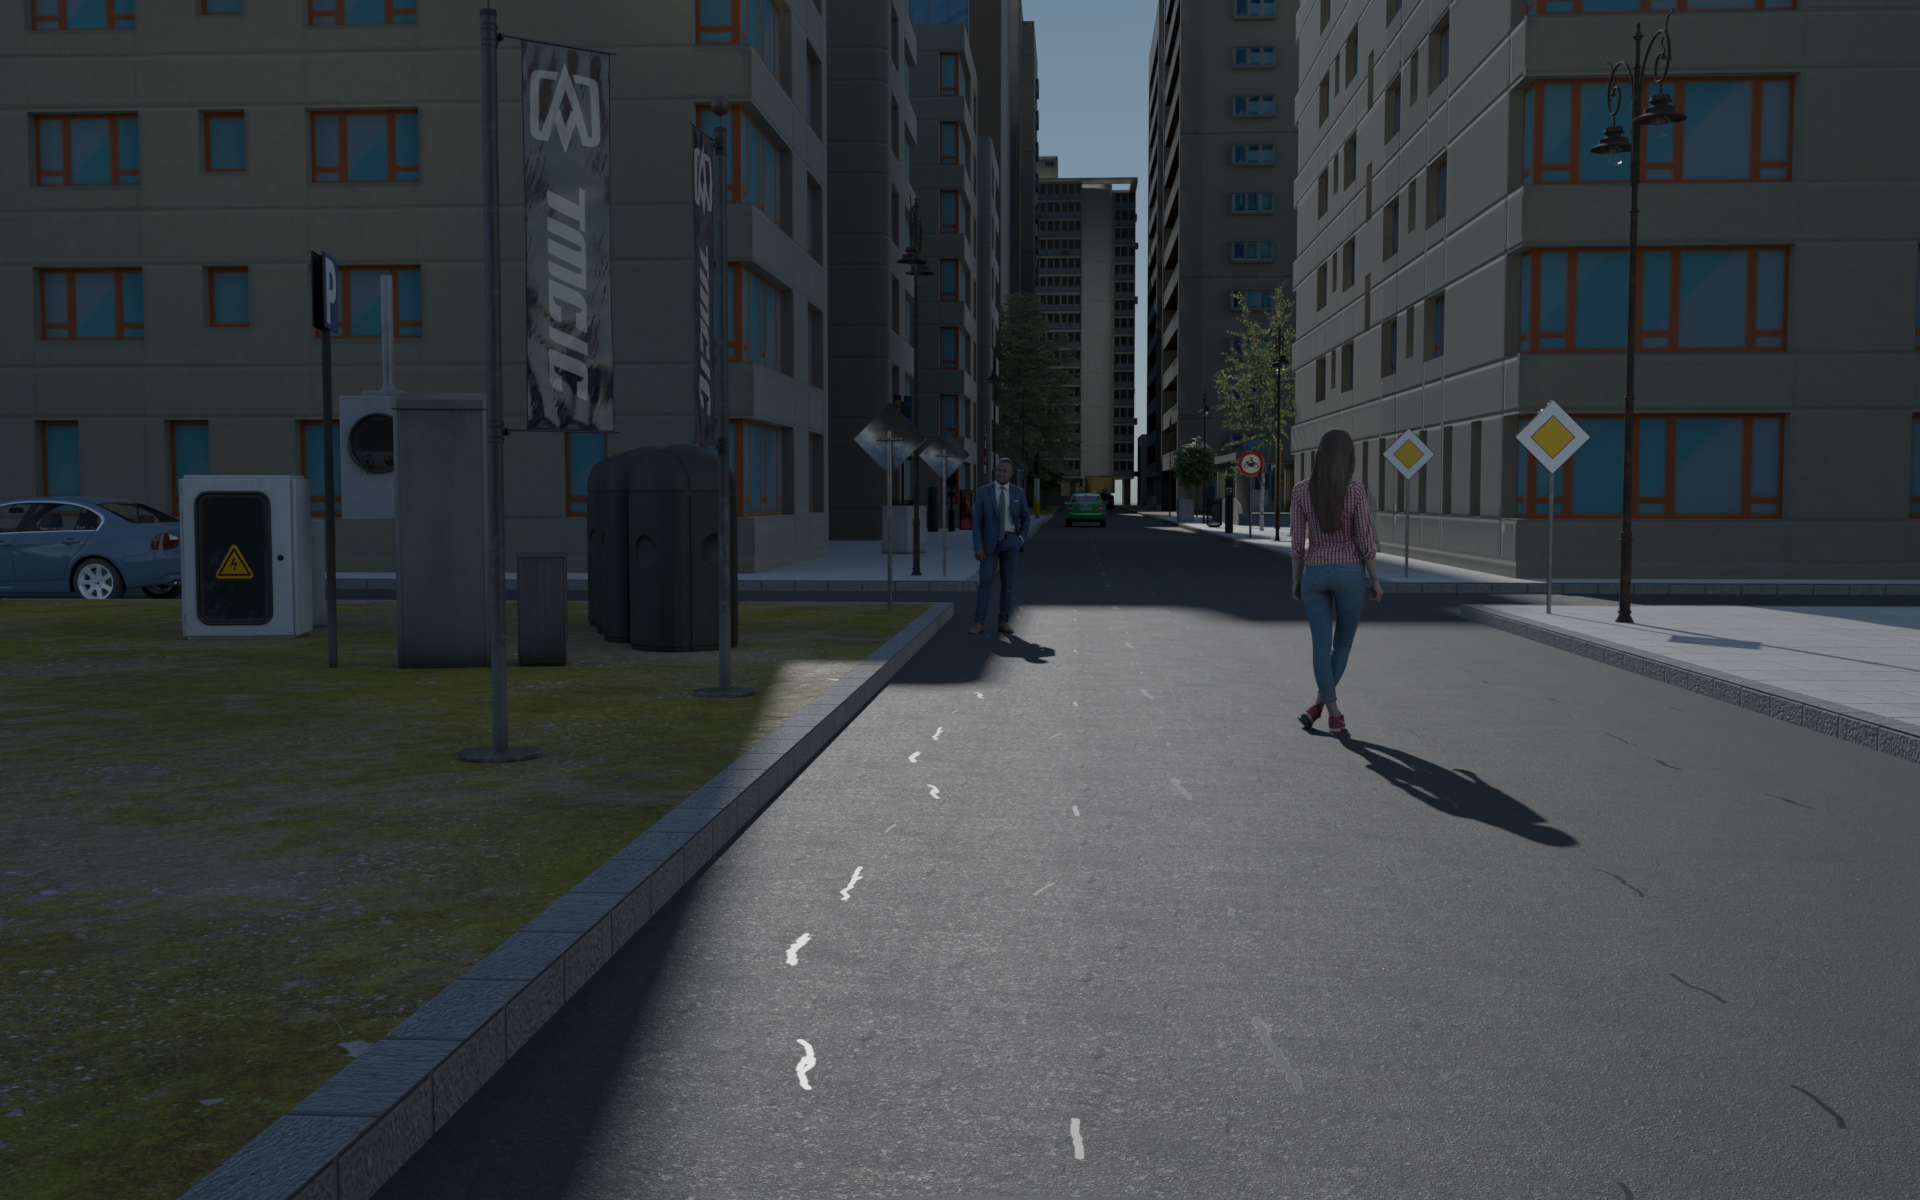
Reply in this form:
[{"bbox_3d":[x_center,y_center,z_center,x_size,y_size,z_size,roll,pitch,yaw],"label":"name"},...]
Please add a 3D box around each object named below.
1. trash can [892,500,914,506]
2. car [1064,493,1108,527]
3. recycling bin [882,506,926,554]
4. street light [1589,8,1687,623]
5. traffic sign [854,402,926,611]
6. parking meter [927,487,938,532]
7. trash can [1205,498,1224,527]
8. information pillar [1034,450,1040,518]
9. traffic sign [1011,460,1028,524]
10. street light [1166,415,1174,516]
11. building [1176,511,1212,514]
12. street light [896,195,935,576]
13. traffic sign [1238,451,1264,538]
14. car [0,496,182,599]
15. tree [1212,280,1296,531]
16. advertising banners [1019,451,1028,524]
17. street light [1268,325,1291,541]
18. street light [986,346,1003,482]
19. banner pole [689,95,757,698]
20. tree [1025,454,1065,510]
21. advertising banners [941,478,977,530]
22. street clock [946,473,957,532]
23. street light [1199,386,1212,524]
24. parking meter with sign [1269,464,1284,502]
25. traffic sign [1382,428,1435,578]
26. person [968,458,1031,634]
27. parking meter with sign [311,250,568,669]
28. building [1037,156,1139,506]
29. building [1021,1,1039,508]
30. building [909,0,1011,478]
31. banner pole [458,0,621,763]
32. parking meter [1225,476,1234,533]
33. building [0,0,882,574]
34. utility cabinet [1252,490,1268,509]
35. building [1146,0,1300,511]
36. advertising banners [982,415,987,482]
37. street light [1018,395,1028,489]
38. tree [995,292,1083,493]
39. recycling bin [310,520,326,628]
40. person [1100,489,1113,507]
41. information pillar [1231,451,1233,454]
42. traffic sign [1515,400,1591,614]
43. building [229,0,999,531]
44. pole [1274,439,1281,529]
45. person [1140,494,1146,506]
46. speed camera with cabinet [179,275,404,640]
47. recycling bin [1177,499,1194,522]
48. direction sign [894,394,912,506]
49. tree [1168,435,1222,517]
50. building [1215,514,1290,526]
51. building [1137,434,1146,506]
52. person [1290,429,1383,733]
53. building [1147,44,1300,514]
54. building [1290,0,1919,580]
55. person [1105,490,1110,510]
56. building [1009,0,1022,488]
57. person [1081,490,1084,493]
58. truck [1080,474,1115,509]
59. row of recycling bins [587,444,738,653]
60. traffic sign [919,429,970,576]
[{"bbox_3d":[-1.500,-1.989,44.179,0.748,1.137,0.748,0,3,0],"label":"trash can"},{"bbox_3d":[5.571,-4.143,76.540,1.959,1.807,4.718,0,4,5],"label":"car"},{"bbox_3d":[-1.202,-1.521,37.415,0.722,1.027,0.722,2,4,33],"label":"recycling bin"},{"bbox_3d":[6.650,-2.714,17.154,0.468,5.910,1.993,0,4,4],"label":"street light"},{"bbox_3d":[-0.769,-0.939,18.994,0.795,2.450,0.064,0,4,4],"label":"traffic sign"},{"bbox_3d":[-0.916,-3.075,58.686,0.372,1.533,0.369,0,3,0],"label":"parking meter"},{"bbox_3d":[9.804,-3.371,66.765,0.748,1.137,0.748,0,3,0],"label":"trash can"},{"bbox_3d":[4.097,-6.168,92.202,0.183,3.616,0.504,-1,4,-22],"label":"information pillar"},{"bbox_3d":[2.185,-3.985,65.259,0.768,2.556,0.104,1,4,13],"label":"traffic sign"},{"bbox_3d":[12.262,-7.844,101.038,0.468,5.910,1.993,0,4,4],"label":"street light"},{"bbox_3d":[25.143,-30.264,118.521,21.300,48.544,21.600,0,4,4],"label":"building"},{"bbox_3d":[-0.688,-3.326,27.163,0.468,5.910,1.993,0,4,4],"label":"street light"},{"bbox_3d":[8.557,-3.111,50.973,0.768,2.556,0.104,0,4,5],"label":"traffic sign"},{"bbox_3d":[-12.204,-0.673,23.009,4.499,1.417,2.014,0,4,5],"label":"car"},{"bbox_3d":[10.595,-6.736,60.492,4.360,8.622,3.978,0,3,0],"label":"tree"},{"bbox_3d":[2.618,-4.582,71.106,0.090,3.025,2.074,0,4,-6],"label":"advertising banners"},{"bbox_3d":[8.757,-4.577,47.616,0.468,5.910,1.993,0,4,4],"label":"street light"},{"bbox_3d":[1.085,-4.992,54.412,0.468,5.910,1.993,0,4,4],"label":"street light"},{"bbox_3d":[-1.536,-1.268,10.746,0.401,3.779,0.863,0,4,8],"label":"banner pole"},{"bbox_3d":[7.521,-10.237,151.083,4.285,4.588,4.351,0,3,0],"label":"tree"},{"bbox_3d":[0.244,-3.997,61.540,2.074,3.025,0.090,0,4,-1],"label":"advertising banners"},{"bbox_3d":[-0.286,-3.318,58.813,0.358,2.002,0.471,1,4,18],"label":"street clock"},{"bbox_3d":[10.460,-6.198,74.128,0.468,5.910,1.993,0,4,4],"label":"street light"},{"bbox_3d":[17.049,-5.778,90.729,0.543,3.016,1.738,-3,5,-44],"label":"parking meter with sign"},{"bbox_3d":[6.837,-1.396,26.474,0.795,2.450,0.064,0,4,4],"label":"traffic sign"},{"bbox_3d":[0.391,-0.567,17.951,0.721,1.800,0.419,-1,4,-15],"label":"person"},{"bbox_3d":[-3.817,-1.014,12.845,1.738,3.016,0.543,-1,4,-10],"label":"parking meter with sign"},{"bbox_3d":[8.596,-31.194,201.908,23.993,40.220,32.217,0,4,4],"label":"building"},{"bbox_3d":[-3.333,-33.203,166.572,21.600,48.544,21.300,0,4,4],"label":"building"},{"bbox_3d":[-4.012,-28.067,109.010,14.600,45.320,14.200,0,4,4],"label":"building"},{"bbox_3d":[-2.058,-1.129,8.476,0.863,3.779,0.401,-3,4,-37],"label":"banner pole"},{"bbox_3d":[8.784,-3.107,56.503,0.255,1.863,0.399,1,4,14],"label":"parking meter"},{"bbox_3d":[-16.151,-12.081,42.566,27.650,21.520,28.899,0,4,4],"label":"building"},{"bbox_3d":[15.501,-5.001,90.444,1.173,1.500,0.318,-1,4,-18],"label":"utility cabinet"},{"bbox_3d":[28.914,-33.055,164.154,21.300,48.544,21.600,0,4,4],"label":"building"},{"bbox_3d":[0.699,-2.643,39.401,0.090,3.025,2.074,1,4,11],"label":"advertising banners"},{"bbox_3d":[2.966,-6.623,81.081,0.468,5.910,1.993,0,4,4],"label":"street light"},{"bbox_3d":[3.125,-10.996,97.914,7.486,12.596,7.792,0,3,0],"label":"tree"},{"bbox_3d":[-6.569,-0.259,16.791,0.722,1.027,0.722,-2,4,-25],"label":"recycling bin"},{"bbox_3d":[10.071,-6.902,121.371,1.348,1.821,0.705,-1,4,-23],"label":"person"},{"bbox_3d":[14.857,-6.251,93.552,0.504,3.616,0.183,1,4,12],"label":"information pillar"},{"bbox_3d":[6.309,-0.909,18.506,0.795,2.450,0.064,0,4,4],"label":"traffic sign"},{"bbox_3d":[-12.680,-14.325,79.247,27.650,21.520,28.899,0,4,4],"label":"building"},{"bbox_3d":[11.739,-4.289,63.972,0.158,3.312,0.155,0,3,0],"label":"pole"},{"bbox_3d":[19.408,-10.444,182.517,1.065,1.426,0.557,-2,4,-32],"label":"person"},{"bbox_3d":[-5.851,-1.294,15.496,2.038,3.252,0.660,0,4,-7],"label":"speed camera with cabinet"},{"bbox_3d":[10.561,-4.194,81.121,0.722,1.027,0.722,0,4,-2],"label":"recycling bin"},{"bbox_3d":[-1.313,-2.921,39.760,0.379,3.537,0.876,2,4,24],"label":"direction sign"},{"bbox_3d":[13.089,-6.880,96.200,4.285,4.588,4.351,0,3,0],"label":"tree"},{"bbox_3d":[27.843,-23.432,75.002,32.217,40.220,23.993,0,4,4],"label":"building"},{"bbox_3d":[35.687,-53.872,193.483,31.000,86.520,22.319,0,4,4],"label":"building"},{"bbox_3d":[2.270,-0.119,10.448,0.555,1.821,0.388,1,4,10],"label":"person"},{"bbox_3d":[31.836,-27.494,141.412,32.217,40.220,23.993,0,4,4],"label":"building"},{"bbox_3d":[23.756,-11.828,38.427,28.899,21.520,27.650,0,4,4],"label":"building"},{"bbox_3d":[13.133,-8.974,155.094,0.709,1.838,0.599,2,4,29],"label":"person"},{"bbox_3d":[-2.868,-26.888,123.206,14.154,41.232,14.086,0,4,4],"label":"building"},{"bbox_3d":[8.583,-6.858,121.562,0.756,1.711,0.436,-2,4,-31],"label":"person"},{"bbox_3d":[13.374,-10.433,166.503,3.469,3.379,9.791,0,4,2],"label":"truck"},{"bbox_3d":[-2.783,-0.521,15.638,1.069,1.692,3.534,-1,4,-19],"label":"row of recycling bins"},{"bbox_3d":[-0.240,-1.426,26.962,0.795,2.450,0.064,0,4,4],"label":"traffic sign"}]
